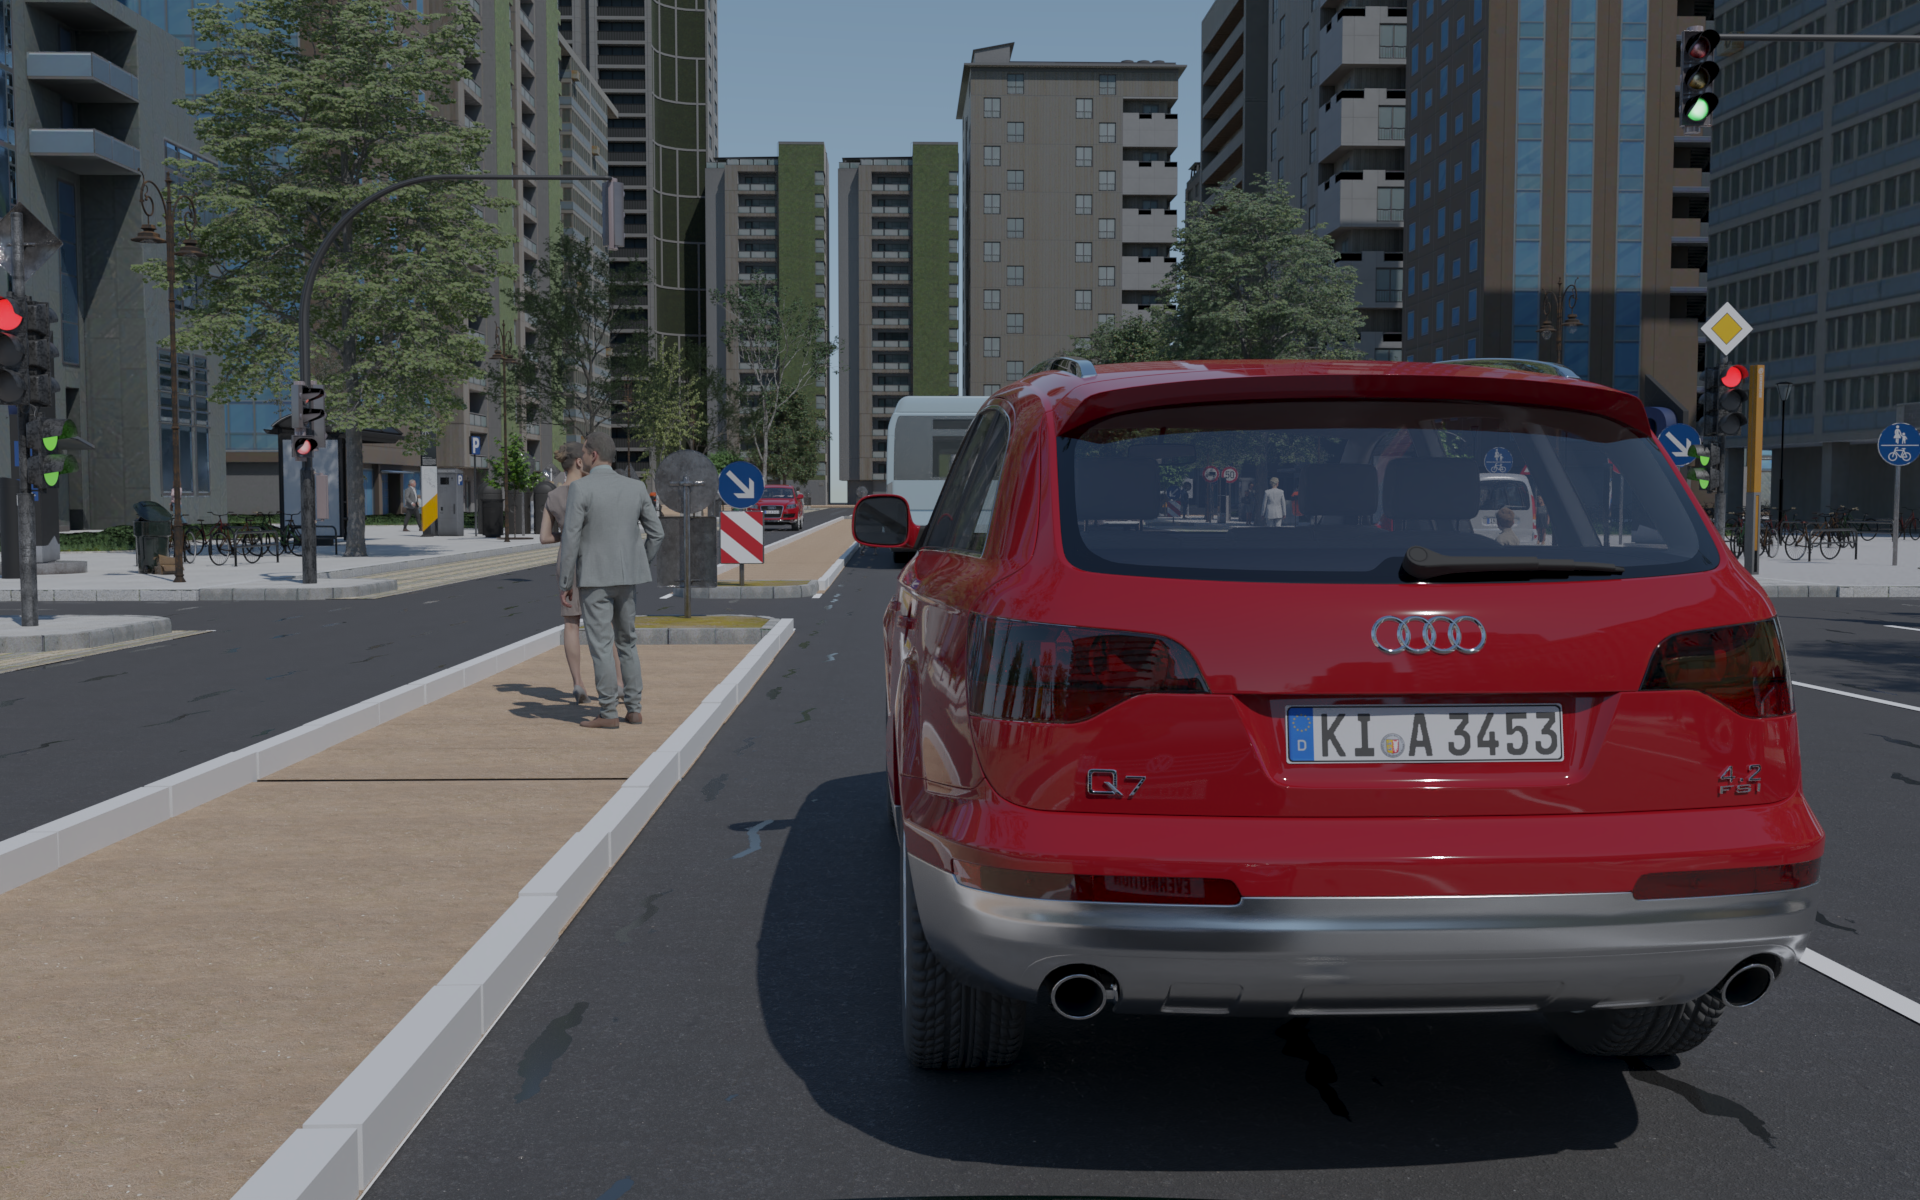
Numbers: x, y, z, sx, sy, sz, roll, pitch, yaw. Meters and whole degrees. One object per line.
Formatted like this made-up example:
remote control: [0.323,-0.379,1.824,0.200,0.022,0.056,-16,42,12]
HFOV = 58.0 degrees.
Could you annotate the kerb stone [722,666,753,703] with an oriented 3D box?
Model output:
kerb stone: [-1.579,0.611,12.210,0.120,0.150,1.000,0,4,-2]

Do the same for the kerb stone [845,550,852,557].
kerb stone: [-2.455,-0.925,37.371,0.120,0.150,1.000,0,4,-2]

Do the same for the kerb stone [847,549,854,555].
kerb stone: [-2.490,-0.991,38.404,0.120,0.150,1.000,0,4,-2]

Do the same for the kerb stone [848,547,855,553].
kerb stone: [-2.523,-1.054,39.435,0.120,0.150,1.000,0,4,-2]

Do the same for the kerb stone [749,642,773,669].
kerb stone: [-1.654,0.486,14.256,0.120,0.150,1.000,0,4,-2]

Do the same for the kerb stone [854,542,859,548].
kerb stone: [-2.670,-1.300,43.533,0.120,0.150,1.000,0,4,-2]

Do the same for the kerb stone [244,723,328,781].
kerb stone: [-3.574,0.802,9.137,0.120,0.150,1.000,0,4,-2]

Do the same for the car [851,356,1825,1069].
car: [0.769,0.169,5.909,2.281,1.827,5.304,0,4,-3]

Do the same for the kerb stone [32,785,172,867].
kerb stone: [-3.509,0.925,7.092,0.120,0.150,1.000,0,4,-2]

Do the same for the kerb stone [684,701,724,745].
kerb stone: [-1.513,0.742,10.167,0.120,0.150,1.000,0,4,-2]

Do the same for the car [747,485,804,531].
car: [-7.345,-3.686,68.934,2.281,1.827,5.304,0,4,-3]

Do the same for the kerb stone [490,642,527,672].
kerb stone: [-3.753,0.486,14.252,0.120,0.150,1.000,0,4,-2]

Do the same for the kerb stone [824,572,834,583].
kerb stone: [-2.090,-0.302,27.136,0.120,0.150,1.000,0,4,-2]

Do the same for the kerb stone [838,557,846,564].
kerb stone: [-2.312,-0.678,33.279,0.120,0.150,1.000,0,4,-2]

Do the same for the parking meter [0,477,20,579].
parking meter: [-14.361,-1.094,26.293,0.372,1.533,0.369,0,3,0]

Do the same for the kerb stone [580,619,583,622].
kerb stone: [-3.855,0.300,17.318,0.120,0.150,1.000,0,4,-2]

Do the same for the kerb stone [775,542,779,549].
kerb stone: [-4.808,-1.359,44.497,0.120,0.150,1.000,0,4,-2]

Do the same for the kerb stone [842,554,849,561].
kerb stone: [-2.392,-0.803,35.324,0.120,0.150,1.000,0,4,-2]

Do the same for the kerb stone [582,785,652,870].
kerb stone: [-1.407,0.928,7.097,0.120,0.150,1.000,0,4,-2]

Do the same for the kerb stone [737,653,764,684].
kerb stone: [-1.616,0.548,13.235,0.120,0.150,1.000,0,4,-2]

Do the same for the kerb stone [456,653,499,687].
kerb stone: [-3.717,0.548,13.230,0.120,0.150,1.000,0,4,-2]

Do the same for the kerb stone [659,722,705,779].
kerb stone: [-1.474,0.800,9.142,0.120,0.150,1.000,0,4,-2]

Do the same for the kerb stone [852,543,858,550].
kerb stone: [-2.640,-1.241,42.511,0.120,0.150,1.000,0,4,-2]

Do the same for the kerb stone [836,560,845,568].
kerb stone: [-2.273,-0.612,32.258,0.120,0.150,1.000,0,4,-2]

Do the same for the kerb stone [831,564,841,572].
kerb stone: [-2.204,-0.487,30.213,0.120,0.150,1.000,0,4,-2]

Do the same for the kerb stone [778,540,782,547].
kerb stone: [-4.841,-1.427,45.525,0.120,0.150,1.000,0,4,-2]

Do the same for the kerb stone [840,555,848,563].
kerb stone: [-2.348,-0.741,34.303,0.120,0.150,1.000,0,4,-2]

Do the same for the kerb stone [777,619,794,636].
kerb stone: [-1.757,0.298,17.324,0.120,0.150,1.000,0,4,-2]

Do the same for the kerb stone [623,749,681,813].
kerb stone: [-1.445,0.861,8.118,0.120,0.150,1.000,0,4,-2]

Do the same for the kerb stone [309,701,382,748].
kerb stone: [-3.619,0.740,10.159,0.120,0.150,1.000,0,4,-2]

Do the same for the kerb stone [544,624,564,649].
kerb stone: [-3.829,0.363,16.294,0.120,0.150,1.000,0,4,-2]

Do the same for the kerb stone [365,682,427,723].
kerb stone: [-3.657,0.676,11.184,0.120,0.150,1.000,0,4,-2]

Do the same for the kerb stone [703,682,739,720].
kerb stone: [-1.551,0.673,11.188,0.120,0.150,1.000,0,4,-2]

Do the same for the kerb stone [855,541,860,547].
kerb stone: [-2.701,-1.364,44.566,0.120,0.150,1.000,0,4,-2]

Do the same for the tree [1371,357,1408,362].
tree: [22.587,-8.642,91.666,4.737,8.622,4.395,0,3,0]

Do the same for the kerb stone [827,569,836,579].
kerb stone: [-2.129,-0.365,28.158,0.120,0.150,1.000,0,4,-2]

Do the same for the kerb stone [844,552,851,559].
kerb stone: [-2.423,-0.865,36.346,0.120,0.150,1.000,0,4,-2]

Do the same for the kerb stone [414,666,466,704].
kerb stone: [-3.685,0.611,12.206,0.120,0.150,1.000,0,4,-2]

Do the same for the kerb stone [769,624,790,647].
kerb stone: [-1.720,0.361,16.299,0.120,0.150,1.000,0,4,-2]

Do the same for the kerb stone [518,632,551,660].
kerb stone: [-3.789,0.423,15.273,0.120,0.150,1.000,0,4,-2]

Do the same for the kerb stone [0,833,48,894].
kerb stone: [-3.466,0.986,6.071,0.120,0.150,1.000,0,4,-2]

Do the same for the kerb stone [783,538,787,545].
kerb stone: [-4.912,-1.552,47.580,0.120,0.150,1.000,0,4,-2]

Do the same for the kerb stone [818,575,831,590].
kerb stone: [-2.070,-0.240,26.112,0.120,0.150,1.000,0,4,-2]

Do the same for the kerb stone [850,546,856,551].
kerb stone: [-2.564,-1.117,40.464,0.120,0.150,1.000,0,4,-2]

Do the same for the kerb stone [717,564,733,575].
kerb stone: [-4.370,-0.612,32.196,0.120,0.150,1.000,0,4,-2]

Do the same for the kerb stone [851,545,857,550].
kerb stone: [-2.597,-1.175,41.490,0.120,0.150,1.000,0,4,-2]

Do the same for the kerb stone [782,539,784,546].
kerb stone: [-4.886,-1.482,46.550,0.120,0.150,1.000,0,4,-2]

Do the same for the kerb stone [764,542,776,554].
kerb stone: [-4.771,-1.302,43.475,0.120,0.150,1.000,0,4,-2]

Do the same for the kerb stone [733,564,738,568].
kerb stone: [-4.413,-0.669,33.218,0.120,0.150,1.000,0,4,-2]

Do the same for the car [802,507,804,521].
car: [-9.092,-4.737,89.812,2.083,1.381,4.827,0,4,-2]

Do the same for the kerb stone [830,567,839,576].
kerb stone: [-2.167,-0.424,29.183,0.120,0.150,1.000,0,4,-2]

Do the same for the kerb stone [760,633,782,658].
kerb stone: [-1.690,0.424,15.277,0.120,0.150,1.000,0,4,-2]

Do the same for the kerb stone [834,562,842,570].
kerb stone: [-2.242,-0.553,31.236,0.120,0.150,1.000,0,4,-2]

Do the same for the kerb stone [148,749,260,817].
kerb stone: [-3.542,0.861,8.115,0.120,0.150,1.000,0,4,-2]
